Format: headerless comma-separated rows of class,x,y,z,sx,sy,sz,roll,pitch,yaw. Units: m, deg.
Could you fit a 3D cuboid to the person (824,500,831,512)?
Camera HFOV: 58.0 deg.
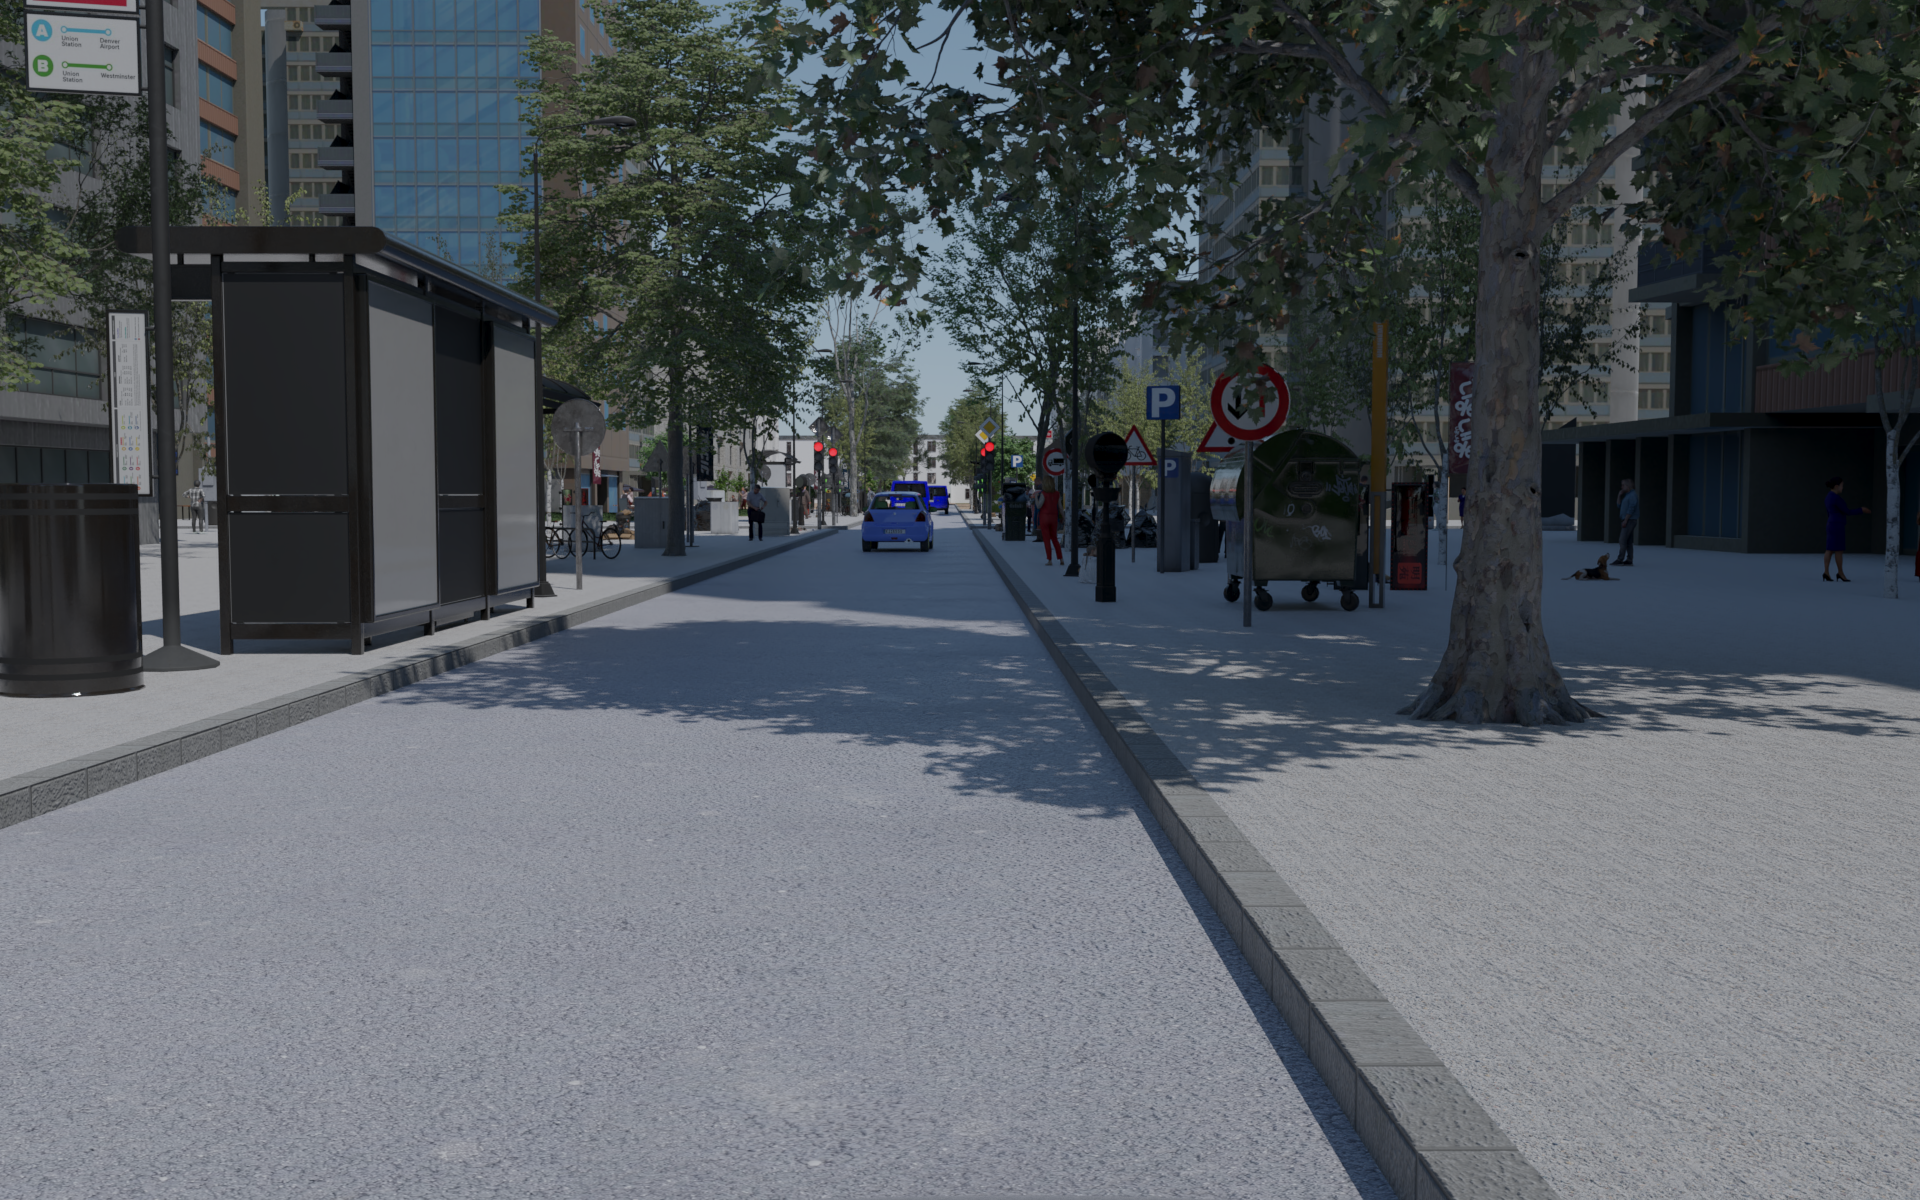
person,-9.678,-6.787,125.296,0.655,0.850,0.859,-2,4,-34

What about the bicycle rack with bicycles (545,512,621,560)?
bicycle rack with bicycles,-8.433,-1.267,34.102,2.925,0.926,2.852,3,5,45

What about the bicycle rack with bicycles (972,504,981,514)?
bicycle rack with bicycles,2.023,-6.174,114.327,2.925,0.926,2.852,3,4,36

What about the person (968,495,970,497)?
person,1.647,-13.138,221.366,1.217,1.766,0.721,2,4,25

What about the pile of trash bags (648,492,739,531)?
pile of trash bags,-9.435,-3.083,60.167,1.912,1.369,3.447,3,5,40

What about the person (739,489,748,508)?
person,-14.433,-6.594,115.314,0.566,1.644,0.517,2,4,23

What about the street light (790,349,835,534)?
street light,-4.777,-5.073,55.477,1.470,5.913,1.316,0,4,0

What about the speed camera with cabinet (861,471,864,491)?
speed camera with cabinet,-8.406,-8.968,140.954,0.660,3.252,2.038,-1,4,-23

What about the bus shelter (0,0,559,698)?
bus shelter,-5.569,-2.291,15.084,2.179,5.291,8.768,0,4,0

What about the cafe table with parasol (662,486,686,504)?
cafe table with parasol,-17.558,-6.294,107.780,2.610,1.966,2.610,0,4,-6

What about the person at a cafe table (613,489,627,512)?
person at a cafe table,-16.789,-4.865,88.055,1.698,1.524,1.622,1,4,14

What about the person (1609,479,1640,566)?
person,11.845,-1.377,30.765,0.429,1.552,0.499,3,5,40

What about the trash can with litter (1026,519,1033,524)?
trash can with litter,3.671,-3.837,73.800,2.233,1.210,1.678,2,4,30

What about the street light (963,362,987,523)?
street light,0.949,-5.408,60.960,1.470,5.913,1.316,0,4,0

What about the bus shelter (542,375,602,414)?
bus shelter,-7.270,-2.064,27.674,2.014,3.302,5.546,0,4,0

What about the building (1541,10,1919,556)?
building,26.570,-23.174,33.518,22.147,44.769,28.867,0,4,0

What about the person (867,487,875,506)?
person,-5.512,-6.102,106.541,0.376,1.734,0.841,-1,4,-19

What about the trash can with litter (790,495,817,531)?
trash can with litter,-5.962,-3.034,60.671,1.678,1.210,2.233,0,4,5

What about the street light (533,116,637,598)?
street light,-4.676,-2.991,21.441,1.470,5.913,1.316,0,4,0

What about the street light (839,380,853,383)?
street light,-5.043,-5.991,70.487,1.470,5.913,1.316,0,4,0

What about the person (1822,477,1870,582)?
person,12.925,-1.036,25.346,0.546,1.535,0.453,-1,4,-14

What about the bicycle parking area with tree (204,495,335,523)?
bicycle parking area with tree,-32.446,-6.237,88.972,9.016,4.147,8.231,1,4,15

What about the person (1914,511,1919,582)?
person,14.065,-1.009,25.004,0.523,1.526,0.387,0,4,-8

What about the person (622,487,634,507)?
person,-17.464,-5.113,91.092,0.566,1.644,0.517,2,4,24

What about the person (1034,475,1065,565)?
person,1.609,-1.428,31.098,0.593,1.614,0.444,0,4,-4

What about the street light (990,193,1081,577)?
street light,1.247,-3.322,26.861,1.470,5.913,1.316,0,4,0

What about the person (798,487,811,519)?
person,-8.042,-5.043,89.050,0.990,1.755,0.434,3,5,44

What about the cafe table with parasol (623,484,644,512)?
cafe table with parasol,-22.851,-6.923,118.055,2.610,1.966,2.610,1,4,8

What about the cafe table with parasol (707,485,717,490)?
cafe table with parasol,-18.399,-7.533,128.027,2.610,1.966,2.610,2,4,32

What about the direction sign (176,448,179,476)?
direction sign,-33.474,-4.985,73.508,0.876,3.537,0.379,2,4,27

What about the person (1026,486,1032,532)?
person,2.206,-3.036,57.890,0.614,1.554,0.590,-3,4,-38

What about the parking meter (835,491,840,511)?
parking meter,-8.419,-6.917,118.796,0.399,1.863,0.255,-2,4,-29

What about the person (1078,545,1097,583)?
person,1.902,-0.520,25.021,0.381,0.543,0.357,1,4,15

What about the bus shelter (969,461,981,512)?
bus shelter,1.554,-8.218,125.654,1.731,3.624,6.357,0,4,0

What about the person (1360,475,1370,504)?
person,10.444,-2.357,45.025,0.568,1.767,0.683,-2,4,-32

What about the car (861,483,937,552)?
car,-1.563,-2.121,44.264,1.945,1.707,3.694,0,4,1

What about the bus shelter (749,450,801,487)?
bus shelter,-8.709,-5.367,81.676,2.014,3.302,5.546,0,4,0

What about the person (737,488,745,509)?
person,-15.866,-7.361,126.947,0.990,1.755,0.434,-2,4,-28

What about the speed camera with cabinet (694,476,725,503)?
speed camera with cabinet,-10.777,-4.843,73.527,0.660,3.252,2.038,2,4,25

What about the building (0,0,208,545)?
building,-26.596,-16.443,40.547,14.107,30.474,14.160,0,4,0

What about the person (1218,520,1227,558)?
person,5.286,-1.513,34.690,0.435,1.345,0.340,0,4,1

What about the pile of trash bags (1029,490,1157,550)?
pile of trash bags,3.077,-1.915,41.057,3.447,1.369,1.912,-3,4,-36

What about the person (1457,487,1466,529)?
person,18.516,-3.381,63.693,0.453,1.535,0.546,0,4,8

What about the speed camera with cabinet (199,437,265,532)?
speed camera with cabinet,-24.677,-3.939,58.738,2.038,3.252,0.660,0,4,1

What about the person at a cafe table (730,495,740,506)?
person at a cafe table,-14.348,-5.820,106.019,1.726,1.238,1.698,-1,4,-13

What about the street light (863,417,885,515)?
street light,-5.227,-8.104,105.046,1.470,5.913,1.316,0,4,0

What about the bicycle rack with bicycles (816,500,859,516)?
bicycle rack with bicycles,-6.973,-5.384,101.412,2.852,0.926,2.925,2,4,30

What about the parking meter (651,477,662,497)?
parking meter,-10.144,-3.197,57.985,0.255,1.863,0.399,-2,4,-34

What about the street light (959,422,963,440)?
street light,0.818,-6.383,76.902,1.470,5.913,1.316,0,4,0

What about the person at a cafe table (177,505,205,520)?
person at a cafe table,-37.437,-4.691,85.205,1.622,1.524,1.698,3,5,42

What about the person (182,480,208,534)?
person,-24.396,-2.973,55.368,0.841,1.734,0.376,1,4,20

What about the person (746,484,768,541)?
person,-5.561,-2.399,47.477,0.614,1.554,0.590,-1,4,-20

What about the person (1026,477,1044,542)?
person,2.065,-2.426,46.389,0.600,1.739,0.565,-1,4,-20

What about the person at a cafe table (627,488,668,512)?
person at a cafe table,-12.546,-3.878,71.926,1.622,1.524,1.698,2,4,29

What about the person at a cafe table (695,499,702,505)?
person at a cafe table,-19.357,-7.673,133.962,1.698,1.524,1.622,0,4,2

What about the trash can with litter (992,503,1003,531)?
trash can with litter,1.506,-2.927,59.238,0.624,1.170,1.055,-2,4,-33

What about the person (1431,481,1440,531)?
person,16.828,-3.315,60.974,0.376,1.734,0.841,2,4,35

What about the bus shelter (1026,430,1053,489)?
bus shelter,4.714,-7.816,105.428,2.179,5.291,8.768,0,4,0
